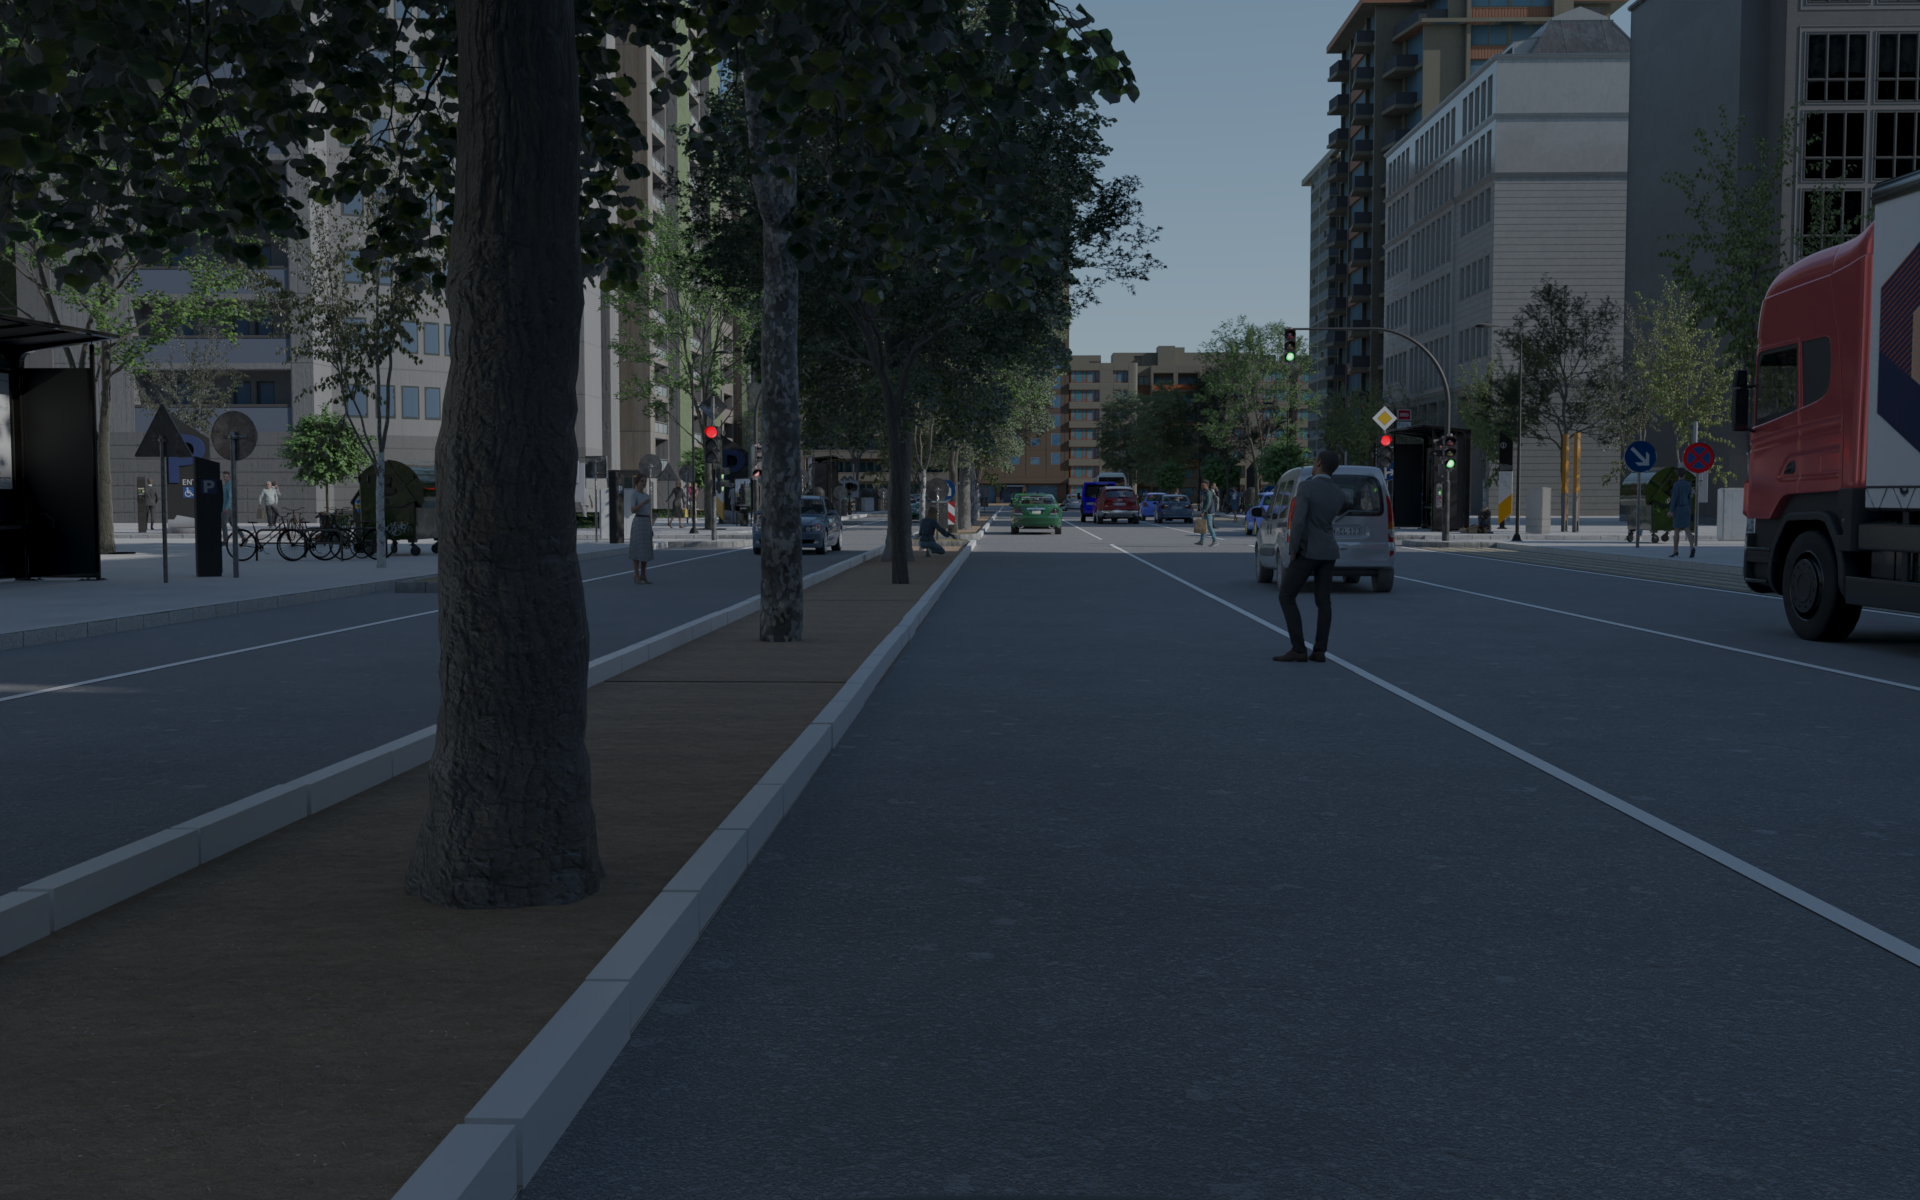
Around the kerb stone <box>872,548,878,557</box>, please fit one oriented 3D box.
[{"bbox_3d":[-2.000,-1.022,38.899,0.120,0.150,1.000,0,4,2],"label":"kerb stone"}]

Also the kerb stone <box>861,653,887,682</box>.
[{"bbox_3d":[-0.673,0.544,13.293,0.120,0.150,1.000,0,4,2],"label":"kerb stone"}]

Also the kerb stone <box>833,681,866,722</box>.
[{"bbox_3d":[-0.726,0.670,11.242,0.120,0.150,1.000,0,4,2],"label":"kerb stone"}]

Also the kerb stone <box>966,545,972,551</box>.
[{"bbox_3d":[0.159,-1.147,40.961,0.120,0.150,1.000,0,4,2],"label":"kerb stone"}]

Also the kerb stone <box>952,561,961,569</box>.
[{"bbox_3d":[-0.112,-0.583,31.724,0.120,0.150,1.000,0,4,2],"label":"kerb stone"}]

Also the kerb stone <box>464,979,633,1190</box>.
[{"bbox_3d":[-0.944,1.109,4.062,0.120,0.150,1.000,0,4,2],"label":"kerb stone"}]

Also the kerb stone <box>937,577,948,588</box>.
[{"bbox_3d":[-0.296,-0.204,25.584,0.120,0.150,1.000,0,4,2],"label":"kerb stone"}]

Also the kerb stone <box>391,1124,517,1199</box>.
[{"bbox_3d":[-0.979,1.173,3.032,0.120,0.150,1.000,0,4,2],"label":"kerb stone"}]

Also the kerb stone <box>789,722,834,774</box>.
[{"bbox_3d":[-0.795,0.801,9.197,0.120,0.150,1.000,0,4,2],"label":"kerb stone"}]

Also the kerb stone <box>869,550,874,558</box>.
[{"bbox_3d":[-2.036,-0.956,37.873,0.120,0.150,1.000,0,4,2],"label":"kerb stone"}]

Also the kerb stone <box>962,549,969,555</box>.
[{"bbox_3d":[0.072,-0.960,37.893,0.120,0.150,1.000,0,4,2],"label":"kerb stone"}]

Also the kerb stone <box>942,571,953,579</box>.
[{"bbox_3d":[-0.236,-0.332,27.627,0.120,0.150,1.000,0,4,2],"label":"kerb stone"}]

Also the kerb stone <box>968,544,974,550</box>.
[{"bbox_3d":[0.197,-1.211,41.990,0.120,0.150,1.000,0,4,2],"label":"kerb stone"}]

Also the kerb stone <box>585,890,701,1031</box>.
[{"bbox_3d":[-0.918,1.047,5.088,0.120,0.150,1.000,0,4,2],"label":"kerb stone"}]

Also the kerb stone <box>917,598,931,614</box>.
[{"bbox_3d":[-0.452,0.111,20.465,0.120,0.150,1.000,0,4,2],"label":"kerb stone"}]

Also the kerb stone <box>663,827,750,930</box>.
[{"bbox_3d":[-0.889,0.983,6.117,0.120,0.150,1.000,0,4,2],"label":"kerb stone"}]

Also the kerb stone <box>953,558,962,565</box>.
[{"bbox_3d":[-0.079,-0.646,32.756,0.120,0.150,1.000,0,4,2],"label":"kerb stone"}]

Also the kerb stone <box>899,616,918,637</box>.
[{"bbox_3d":[-0.535,0.294,17.395,0.120,0.150,1.000,0,4,2],"label":"kerb stone"}]

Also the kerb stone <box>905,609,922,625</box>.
[{"bbox_3d":[-0.521,0.233,18.422,0.120,0.150,1.000,0,4,2],"label":"kerb stone"}]

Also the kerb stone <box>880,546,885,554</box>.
[{"bbox_3d":[-1.931,-1.147,40.948,0.120,0.150,1.000,0,4,2],"label":"kerb stone"}]

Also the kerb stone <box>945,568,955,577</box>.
[{"bbox_3d":[-0.209,-0.395,28.660,0.120,0.150,1.000,0,4,2],"label":"kerb stone"}]

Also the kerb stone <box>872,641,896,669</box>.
[{"bbox_3d":[-0.643,0.481,14.324,0.120,0.150,1.000,0,4,2],"label":"kerb stone"}]

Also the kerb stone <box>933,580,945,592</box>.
[{"bbox_3d":[-0.333,-0.145,24.563,0.120,0.150,1.000,0,4,2],"label":"kerb stone"}]

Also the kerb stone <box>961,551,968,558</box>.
[{"bbox_3d":[0.039,-0.897,36.856,0.120,0.150,1.000,0,4,2],"label":"kerb stone"}]

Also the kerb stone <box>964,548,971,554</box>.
[{"bbox_3d":[0.108,-1.022,38.916,0.120,0.150,1.000,0,4,2],"label":"kerb stone"}]

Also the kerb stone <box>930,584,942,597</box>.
[{"bbox_3d":[-0.359,-0.082,23.537,0.120,0.150,1.000,0,4,2],"label":"kerb stone"}]

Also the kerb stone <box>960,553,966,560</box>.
[{"bbox_3d":[0.003,-0.834,35.835,0.120,0.150,1.000,0,4,2],"label":"kerb stone"}]

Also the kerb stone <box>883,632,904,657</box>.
[{"bbox_3d":[-0.610,0.419,15.346,0.120,0.150,1.000,0,4,2],"label":"kerb stone"}]

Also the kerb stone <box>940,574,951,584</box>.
[{"bbox_3d":[-0.262,-0.270,26.606,0.120,0.150,1.000,0,4,2],"label":"kerb stone"}]

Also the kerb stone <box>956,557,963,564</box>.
[{"bbox_3d":[-0.061,-0.703,33.786,0.120,0.150,1.000,0,4,2],"label":"kerb stone"}]

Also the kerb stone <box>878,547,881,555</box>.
[{"bbox_3d":[-1.975,-1.084,39.921,0.120,0.150,1.000,0,4,2],"label":"kerb stone"}]

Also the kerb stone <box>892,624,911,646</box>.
[{"bbox_3d":[-0.575,0.359,16.367,0.120,0.150,1.000,0,4,2],"label":"kerb stone"}]

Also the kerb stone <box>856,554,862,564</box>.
[{"bbox_3d":[-2.122,-0.771,34.800,0.120,0.150,1.000,0,4,2],"label":"kerb stone"}]

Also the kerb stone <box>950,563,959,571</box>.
[{"bbox_3d":[-0.143,-0.520,30.703,0.120,0.150,1.000,0,4,2],"label":"kerb stone"}]

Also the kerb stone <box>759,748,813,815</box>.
[{"bbox_3d":[-0.825,0.858,8.174,0.120,0.150,1.000,0,4,2],"label":"kerb stone"}]

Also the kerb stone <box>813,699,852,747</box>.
[{"bbox_3d":[-0.758,0.732,10.220,0.120,0.150,1.000,0,4,2],"label":"kerb stone"}]

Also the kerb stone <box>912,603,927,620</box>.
[{"bbox_3d":[-0.485,0.173,19.443,0.120,0.150,1.000,0,4,2],"label":"kerb stone"}]

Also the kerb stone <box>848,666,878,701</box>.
[{"bbox_3d":[-0.701,0.607,12.269,0.120,0.150,1.000,0,4,2],"label":"kerb stone"}]

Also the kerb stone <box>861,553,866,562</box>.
[{"bbox_3d":[-2.094,-0.833,35.821,0.120,0.150,1.000,0,4,2],"label":"kerb stone"}]

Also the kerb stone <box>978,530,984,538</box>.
[{"bbox_3d":[0.641,-2.117,56.815,0.120,0.150,1.000,0,4,2],"label":"kerb stone"}]

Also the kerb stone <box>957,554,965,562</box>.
[{"bbox_3d":[-0.028,-0.772,34.814,0.120,0.150,1.000,0,4,2],"label":"kerb stone"}]

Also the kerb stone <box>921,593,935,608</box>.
[{"bbox_3d":[-0.422,0.043,21.486,0.120,0.150,1.000,0,4,2],"label":"kerb stone"}]

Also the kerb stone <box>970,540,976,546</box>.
[{"bbox_3d":[0.285,-1.399,45.062,0.120,0.150,1.000,0,4,2],"label":"kerb stone"}]

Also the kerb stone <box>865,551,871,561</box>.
[{"bbox_3d":[-2.057,-0.896,36.845,0.120,0.150,1.000,0,4,2],"label":"kerb stone"}]

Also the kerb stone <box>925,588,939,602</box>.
[{"bbox_3d":[-0.391,-0.019,22.507,0.120,0.150,1.000,0,4,2],"label":"kerb stone"}]

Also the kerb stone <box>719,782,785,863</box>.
[{"bbox_3d":[-0.857,0.920,7.148,0.120,0.150,1.000,0,4,2],"label":"kerb stone"}]

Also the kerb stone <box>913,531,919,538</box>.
[{"bbox_3d":[-1.425,-2.181,57.913,0.120,0.150,1.000,0,4,2],"label":"kerb stone"}]

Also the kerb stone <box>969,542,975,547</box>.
[{"bbox_3d":[0.256,-1.333,44.041,0.120,0.150,1.000,0,4,2],"label":"kerb stone"}]

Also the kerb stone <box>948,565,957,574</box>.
[{"bbox_3d":[-0.178,-0.458,29.682,0.120,0.150,1.000,0,4,2],"label":"kerb stone"}]
